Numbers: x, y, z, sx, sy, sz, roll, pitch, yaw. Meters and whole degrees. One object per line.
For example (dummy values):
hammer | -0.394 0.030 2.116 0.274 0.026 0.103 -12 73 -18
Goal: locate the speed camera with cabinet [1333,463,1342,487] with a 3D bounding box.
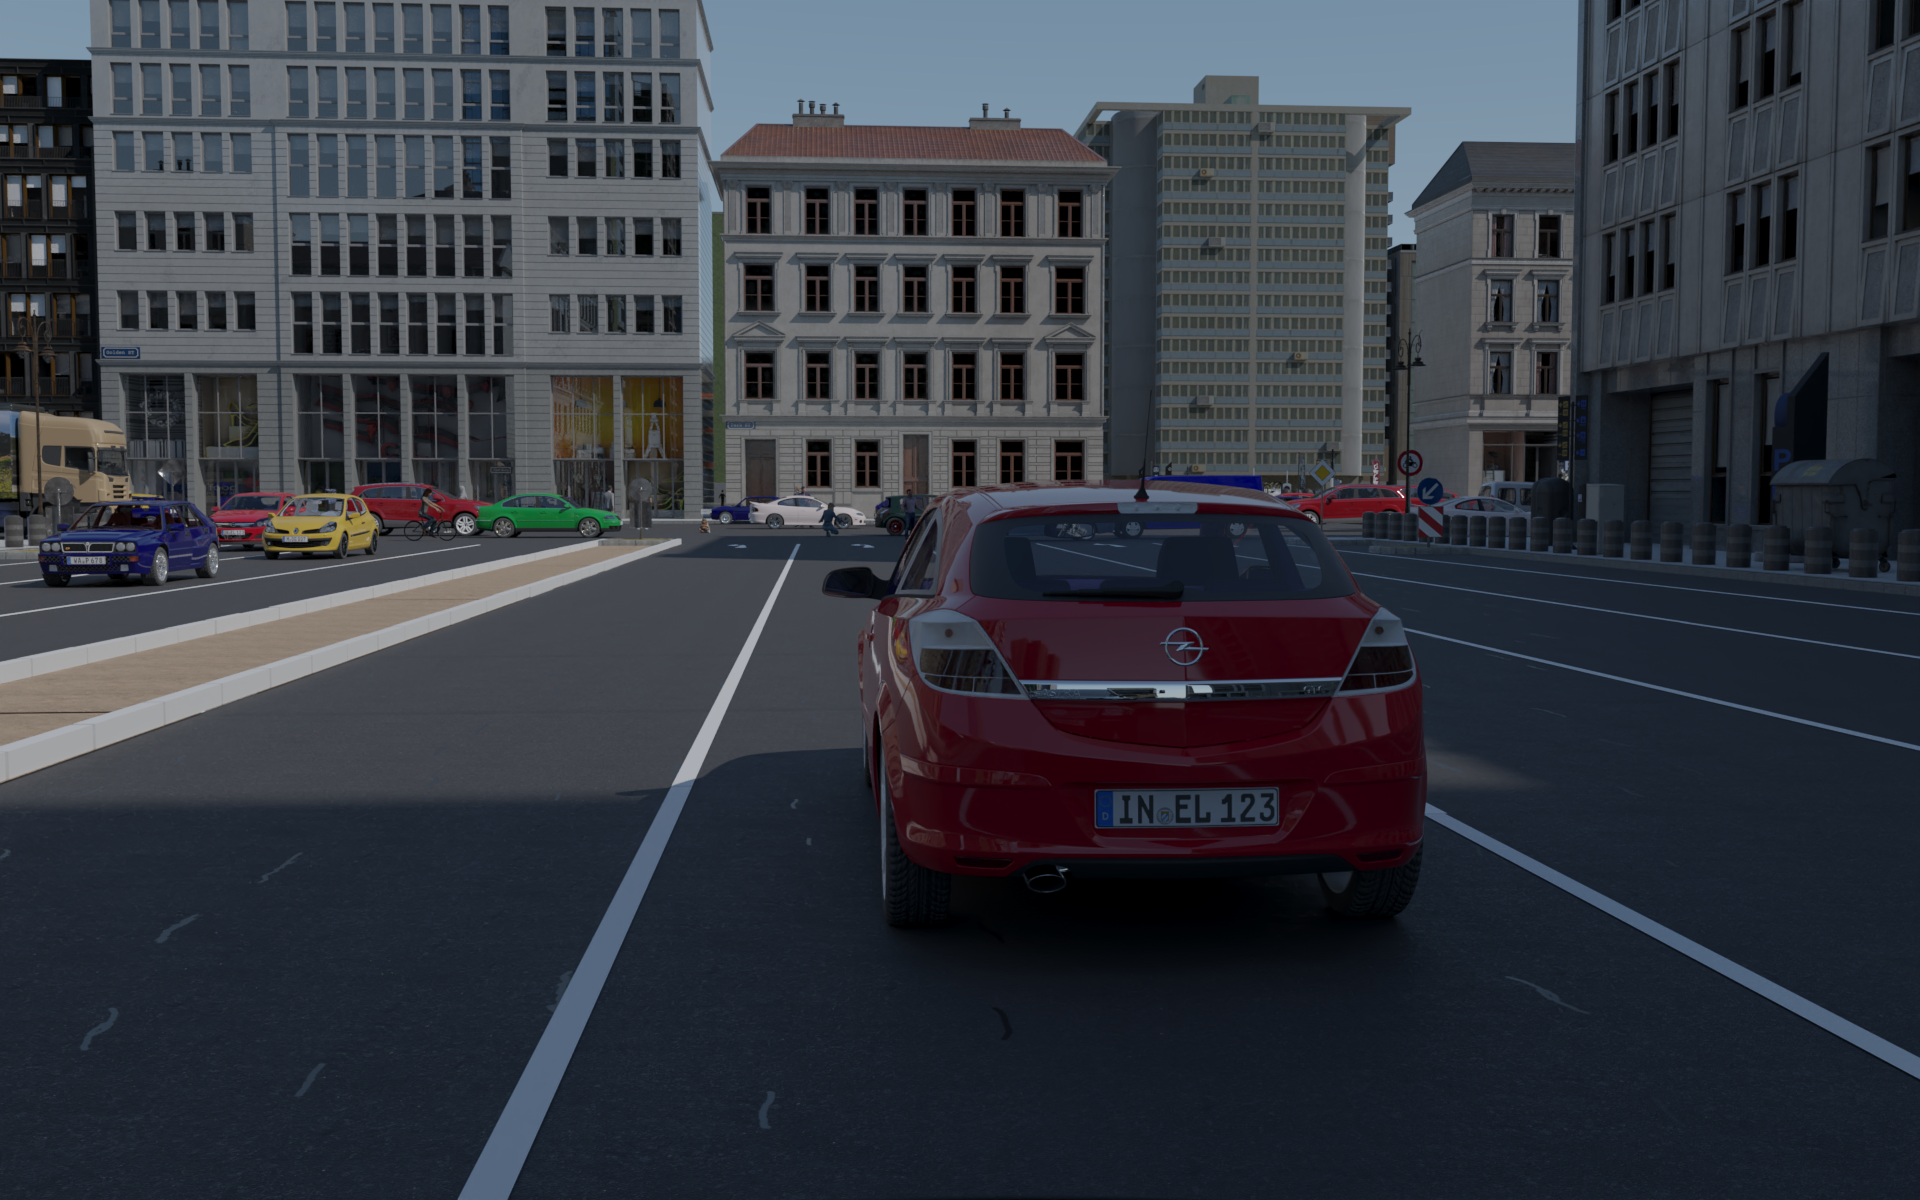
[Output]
speed camera with cabinet | 23.698 -7.041 109.456 0.660 3.252 2.038 1 4 20

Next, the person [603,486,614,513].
person | -14.858 -3.946 73.291 0.678 1.792 0.850 1 4 22

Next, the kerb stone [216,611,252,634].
kerb stone | -7.663 0.249 18.123 0.120 0.150 1.000 0 4 -5

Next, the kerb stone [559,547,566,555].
kerb stone | -9.449 -1.131 40.719 0.120 0.150 1.000 0 4 -5

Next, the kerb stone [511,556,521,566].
kerb stone | -8.966 -0.755 34.547 0.120 0.150 1.000 0 4 -5

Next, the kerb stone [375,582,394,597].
kerb stone | -8.151 -0.124 24.278 0.120 0.150 1.000 0 4 -5

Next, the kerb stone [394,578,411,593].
kerb stone | -8.235 -0.190 25.302 0.120 0.150 1.000 0 4 -5

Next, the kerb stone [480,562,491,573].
kerb stone | -8.719 -0.567 31.465 0.120 0.150 1.000 0 4 -5

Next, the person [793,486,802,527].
person | -6.981 -4.039 74.960 0.534 1.772 0.576 0 4 6

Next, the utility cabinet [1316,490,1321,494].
utility cabinet | 21.788 -5.915 105.387 0.318 1.500 1.173 1 4 9

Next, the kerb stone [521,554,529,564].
kerb stone | -9.050 -0.818 35.571 0.120 0.150 1.000 0 4 -5

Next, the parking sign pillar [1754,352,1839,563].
parking sign pillar | 15.825 -2.703 32.668 1.447 3.967 1.447 -3 4 -38

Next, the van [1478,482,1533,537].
van | 19.436 -3.116 57.961 4.112 2.044 2.013 0 4 -3

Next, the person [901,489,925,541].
person | -1.508 -2.568 52.448 0.963 1.587 0.435 -3 5 -42

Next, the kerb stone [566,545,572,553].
kerb stone | -9.543 -1.195 41.748 0.120 0.150 1.000 0 4 -5

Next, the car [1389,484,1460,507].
car | 18.984 -3.766 70.248 5.304 1.827 2.281 0 4 -3

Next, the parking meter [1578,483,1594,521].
parking meter | 14.640 -1.962 40.483 0.372 1.533 0.369 0 3 0

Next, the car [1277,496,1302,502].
car | 12.750 -3.644 72.165 3.894 1.354 1.945 0 4 -5

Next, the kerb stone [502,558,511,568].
kerb stone | -8.884 -0.693 33.523 0.120 0.150 1.000 0 4 -5

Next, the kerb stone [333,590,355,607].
kerb stone | -7.990 -0.002 22.227 0.120 0.150 1.000 0 4 -5

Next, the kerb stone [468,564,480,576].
kerb stone | -8.638 -0.503 30.440 0.120 0.150 1.000 0 4 -5

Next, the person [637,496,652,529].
person | -12.853 -3.777 70.380 0.598 1.807 0.434 1 4 13

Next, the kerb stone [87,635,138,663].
kerb stone | -7.424 0.442 15.041 0.120 0.150 1.000 0 4 -5

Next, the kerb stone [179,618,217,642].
kerb stone | -7.592 0.316 17.093 0.120 0.150 1.000 0 4 -5

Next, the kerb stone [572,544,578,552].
kerb stone | -9.619 -1.259 42.773 0.120 0.150 1.000 0 4 -5

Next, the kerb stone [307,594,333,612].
kerb stone | -7.909 0.061 21.203 0.120 0.150 1.000 0 4 -5

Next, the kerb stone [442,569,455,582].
kerb stone | -8.490 -0.378 28.383 0.120 0.150 1.000 0 4 -5

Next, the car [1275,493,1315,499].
car | 15.536 -4.521 82.961 4.494 1.783 2.155 0 4 -4

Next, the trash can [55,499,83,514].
trash can | -24.207 -2.162 46.996 0.748 1.137 0.748 0 3 0

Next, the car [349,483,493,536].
car | -18.486 -3.104 59.420 5.304 1.827 2.281 0 4 -5

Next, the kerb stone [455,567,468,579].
kerb stone | -8.559 -0.441 29.408 0.120 0.150 1.000 0 4 -5

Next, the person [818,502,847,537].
person | -4.439 -2.730 58.627 1.012 1.151 0.738 2 4 28

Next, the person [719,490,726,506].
person | -24.732 -10.550 180.622 1.348 1.869 0.705 3 4 38

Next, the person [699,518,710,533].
person | -9.409 -2.740 63.782 0.381 0.543 0.357 1 4 15

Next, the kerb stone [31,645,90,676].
kerb stone | -7.339 0.500 14.017 0.120 0.150 1.000 0 4 -5

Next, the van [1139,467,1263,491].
van | 7.163 -3.171 56.224 5.245 2.365 2.240 0 4 -6

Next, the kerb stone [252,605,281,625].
kerb stone | -7.752 0.195 19.154 0.120 0.150 1.000 0 4 -5

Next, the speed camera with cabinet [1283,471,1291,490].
speed camera with cabinet | 27.255 -9.405 148.114 2.038 3.252 0.660 1 4 9

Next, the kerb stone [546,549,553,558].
kerb stone | -9.290 -1.008 38.670 0.120 0.150 1.000 0 4 -5

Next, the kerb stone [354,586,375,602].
kerb stone | -8.078 -0.064 23.253 0.120 0.150 1.000 0 4 -5

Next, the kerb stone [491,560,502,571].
kerb stone | -8.800 -0.630 32.495 0.120 0.150 1.000 0 4 -5

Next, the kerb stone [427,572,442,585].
kerb stone | -8.392 -0.314 27.356 0.120 0.150 1.000 0 4 -5

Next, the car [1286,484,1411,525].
car | 14.803 -3.561 66.902 5.304 1.827 2.281 0 4 -5

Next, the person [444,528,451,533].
person | -19.018 -3.169 64.228 0.340 1.345 0.435 -2 4 -25

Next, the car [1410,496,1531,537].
car | 16.170 -2.503 53.288 4.827 1.381 2.083 0 4 -3

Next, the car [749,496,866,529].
car | -6.301 -3.620 71.543 4.827 1.381 2.083 0 4 -5

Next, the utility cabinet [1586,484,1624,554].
utility cabinet | 13.860 -1.744 37.191 1.173 1.500 0.318 -3 5 -44

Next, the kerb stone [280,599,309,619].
kerb stone | -7.830 0.124 20.179 0.120 0.150 1.000 0 4 -5

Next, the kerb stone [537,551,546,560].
kerb stone | -9.202 -0.941 37.632 0.120 0.150 1.000 0 4 -5

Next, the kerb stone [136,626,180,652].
kerb stone | -7.506 0.381 16.070 0.120 0.150 1.000 0 4 -5

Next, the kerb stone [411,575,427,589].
kerb stone | -8.317 -0.248 26.331 0.120 0.150 1.000 0 4 -5

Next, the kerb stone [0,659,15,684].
kerb stone | -7.257 0.565 12.992 0.120 0.150 1.000 0 4 -5

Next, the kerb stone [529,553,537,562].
kerb stone | -9.130 -0.874 36.607 0.120 0.150 1.000 0 4 -5

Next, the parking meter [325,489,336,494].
parking meter | -31.311 -4.773 86.443 0.372 1.533 0.369 0 3 0

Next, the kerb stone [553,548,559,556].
kerb stone | -9.379 -1.070 39.694 0.120 0.150 1.000 0 4 -5

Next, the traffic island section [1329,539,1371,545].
traffic island section | 10.426 -1.687 49.869 2.009 0.180 2.903 0 4 -5

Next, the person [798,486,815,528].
person | -6.525 -3.958 73.659 0.683 1.767 0.568 -2 4 -24
